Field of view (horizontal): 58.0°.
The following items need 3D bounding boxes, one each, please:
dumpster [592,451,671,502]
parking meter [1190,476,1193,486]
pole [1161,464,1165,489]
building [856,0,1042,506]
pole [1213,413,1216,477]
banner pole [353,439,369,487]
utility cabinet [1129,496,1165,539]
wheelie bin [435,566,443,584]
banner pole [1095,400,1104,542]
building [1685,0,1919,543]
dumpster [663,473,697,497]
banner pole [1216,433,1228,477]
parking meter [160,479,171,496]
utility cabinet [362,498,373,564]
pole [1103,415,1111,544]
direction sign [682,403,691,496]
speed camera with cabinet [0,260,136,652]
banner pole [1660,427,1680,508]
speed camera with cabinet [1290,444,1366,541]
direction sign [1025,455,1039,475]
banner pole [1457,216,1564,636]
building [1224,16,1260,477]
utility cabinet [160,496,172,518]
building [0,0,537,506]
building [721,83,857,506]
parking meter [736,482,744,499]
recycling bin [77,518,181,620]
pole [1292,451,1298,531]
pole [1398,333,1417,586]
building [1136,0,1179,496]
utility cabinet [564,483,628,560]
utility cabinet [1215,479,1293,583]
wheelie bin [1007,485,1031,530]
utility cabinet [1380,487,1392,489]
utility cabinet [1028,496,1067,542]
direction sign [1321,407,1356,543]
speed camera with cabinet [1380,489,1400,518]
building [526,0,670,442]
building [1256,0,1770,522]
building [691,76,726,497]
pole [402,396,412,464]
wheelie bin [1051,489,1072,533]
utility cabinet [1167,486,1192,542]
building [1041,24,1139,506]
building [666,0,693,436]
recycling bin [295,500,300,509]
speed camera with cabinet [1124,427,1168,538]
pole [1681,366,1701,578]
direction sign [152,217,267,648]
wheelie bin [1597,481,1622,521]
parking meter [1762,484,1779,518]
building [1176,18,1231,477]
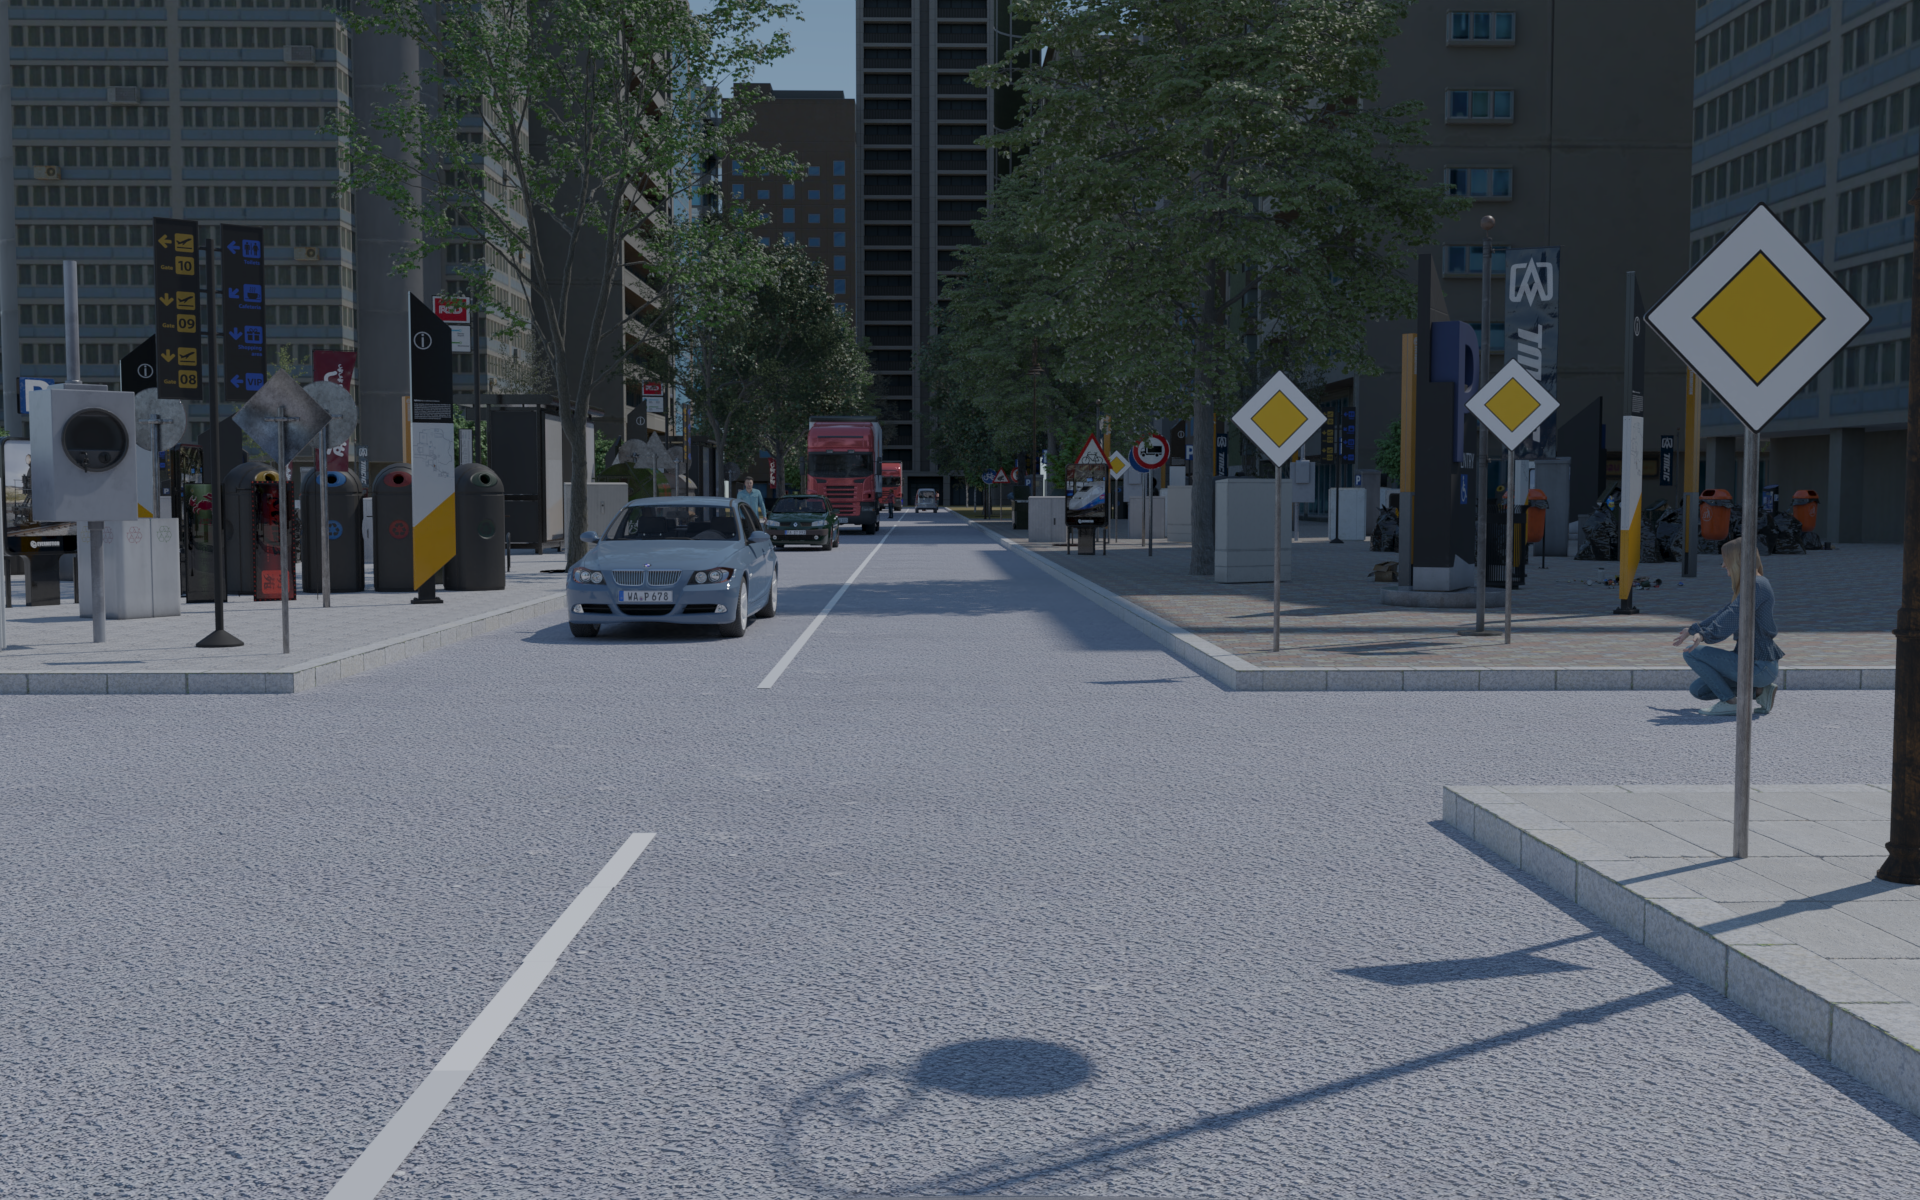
[{"bbox_3d":[-7.312,-2.207,38.571,1.502,2.255,1.985,0,4,-1],"label":"dumpster"},{"bbox_3d":[6.605,-2.605,48.303,0.255,1.863,0.399,3,5,45],"label":"parking meter"},{"bbox_3d":[8.009,-4.556,68.326,0.158,3.312,0.155,0,3,0],"label":"pole"},{"bbox_3d":[-1.131,-46.344,195.980,20.611,71.187,20.563,0,4,-1],"label":"building"},{"bbox_3d":[6.346,-3.054,43.769,0.158,3.312,0.155,0,3,0],"label":"pole"},{"bbox_3d":[-27.100,-5.399,78.292,0.863,3.779,0.401,0,4,8],"label":"banner pole"},{"bbox_3d":[5.385,-2.366,49.845,1.020,1.237,0.306,0,4,5],"label":"utility cabinet"},{"bbox_3d":[-7.632,-1.031,24.765,0.980,1.594,0.693,-1,4,-17],"label":"wheelie bin"},{"bbox_3d":[3.730,-3.434,46.165,0.401,3.779,0.863,1,4,19],"label":"banner pole"},{"bbox_3d":[34.119,-21.452,42.627,23.993,40.220,32.217,0,4,-1],"label":"building"},{"bbox_3d":[-7.932,-2.549,47.431,1.264,1.857,1.865,0,4,-1],"label":"dumpster"},{"bbox_3d":[9.334,-4.446,62.711,0.863,3.779,0.401,-1,4,-23],"label":"banner pole"},{"bbox_3d":[-30.939,-3.777,67.468,0.399,1.863,0.255,-2,4,-32],"label":"parking meter"},{"bbox_3d":[-10.934,-1.290,32.249,0.306,1.237,1.020,-2,4,-33],"label":"utility cabinet"},{"bbox_3d":[3.793,-3.109,44.667,0.158,3.312,0.155,0,3,0],"label":"pole"},{"bbox_3d":[-6.860,-3.152,43.525,0.379,3.537,0.876,0,4,2],"label":"direction sign"},{"bbox_3d":[-7.892,-1.213,14.165,0.660,3.252,2.038,3,5,44],"label":"speed camera with cabinet"},{"bbox_3d":[26.529,-4.564,64.636,0.863,3.779,0.401,0,4,6],"label":"banner pole"},{"bbox_3d":[10.093,-3.253,47.523,2.038,3.252,0.660,1,4,10],"label":"speed camera with cabinet"},{"bbox_3d":[3.422,-5.552,82.764,0.876,3.537,0.379,-2,4,-32],"label":"direction sign"},{"bbox_3d":[4.955,-1.564,15.589,0.863,3.779,0.401,2,4,25],"label":"banner pole"},{"bbox_3d":[22.528,-20.196,101.899,14.160,30.474,14.107,0,4,-1],"label":"building"},{"bbox_3d":[-22.437,-2.305,48.849,1.020,1.237,0.306,-3,4,-39],"label":"utility cabinet"},{"bbox_3d":[-38.468,-24.950,99.813,32.217,40.220,23.993,0,4,-1],"label":"building"},{"bbox_3d":[-18.439,-33.161,192.292,14.200,45.320,14.600,0,4,-1],"label":"building"},{"bbox_3d":[-10.573,-4.757,83.483,0.399,1.863,0.255,0,4,0],"label":"parking meter"},{"bbox_3d":[-8.678,-0.339,18.091,0.722,1.027,0.722,2,4,29],"label":"recycling bin"},{"bbox_3d":[11.541,-4.028,59.701,0.158,3.312,0.155,0,3,0],"label":"pole"},{"bbox_3d":[5.736,-1.731,22.138,0.158,3.312,0.155,0,3,0],"label":"pole"},{"bbox_3d":[24.633,-36.380,136.819,21.231,58.520,28.212,0,4,-1],"label":"building"},{"bbox_3d":[-6.995,-1.508,33.328,1.173,1.500,0.318,-1,4,-21],"label":"utility cabinet"},{"bbox_3d":[4.239,-1.000,25.036,1.173,1.500,0.318,-2,4,-29],"label":"utility cabinet"},{"bbox_3d":[2.182,-3.354,62.740,0.980,1.594,0.693,-1,4,-9],"label":"wheelie bin"},{"bbox_3d":[13.814,-2.964,57.136,0.318,1.500,1.173,-1,4,-15],"label":"utility cabinet"},{"bbox_3d":[2.354,-2.156,46.411,1.020,1.237,0.306,0,4,8],"label":"utility cabinet"},{"bbox_3d":[9.819,-3.244,45.031,0.876,3.537,0.379,0,4,7],"label":"direction sign"},{"bbox_3d":[14.203,-3.733,55.365,2.038,3.252,0.660,-2,4,-28],"label":"speed camera with cabinet"},{"bbox_3d":[-32.900,-30.513,122.588,21.300,48.544,21.600,0,4,-1],"label":"building"},{"bbox_3d":[26.236,-27.802,78.261,21.300,48.544,21.600,0,4,-1],"label":"building"},{"bbox_3d":[-41.095,-35.354,197.640,30.456,49.044,23.786,0,4,-1],"label":"building"},{"bbox_3d":[-11.543,-2.593,36.246,0.158,3.312,0.155,0,3,0],"label":"pole"},{"bbox_3d":[3.347,-2.986,56.732,0.693,1.594,0.980,-3,5,-44],"label":"wheelie bin"},{"bbox_3d":[5.948,-2.255,45.545,0.318,1.500,1.173,-2,4,-32],"label":"utility cabinet"},{"bbox_3d":[23.040,-37.376,200.343,27.495,52.752,28.713,0,4,-1],"label":"building"},{"bbox_3d":[-30.163,-30.145,142.988,14.200,45.320,14.600,0,4,-1],"label":"building"},{"bbox_3d":[-27.315,-3.662,72.424,0.722,1.027,0.722,0,4,2],"label":"recycling bin"},{"bbox_3d":[5.859,-3.465,50.995,2.038,3.252,0.660,1,4,9],"label":"speed camera with cabinet"},{"bbox_3d":[11.243,-2.004,26.608,0.158,3.312,0.155,0,3,0],"label":"pole"},{"bbox_3d":[-6.246,-1.377,14.511,0.876,3.537,0.379,-3,5,-40],"label":"direction sign"},{"bbox_3d":[16.050,-2.119,42.558,0.693,1.594,0.980,1,4,8],"label":"wheelie bin"},{"bbox_3d":[20.870,-2.214,44.615,0.372,1.533,0.369,0,3,0],"label":"parking meter"},{"bbox_3d":[22.495,-28.469,115.576,14.600,45.320,14.200,0,4,-1],"label":"building"}]
